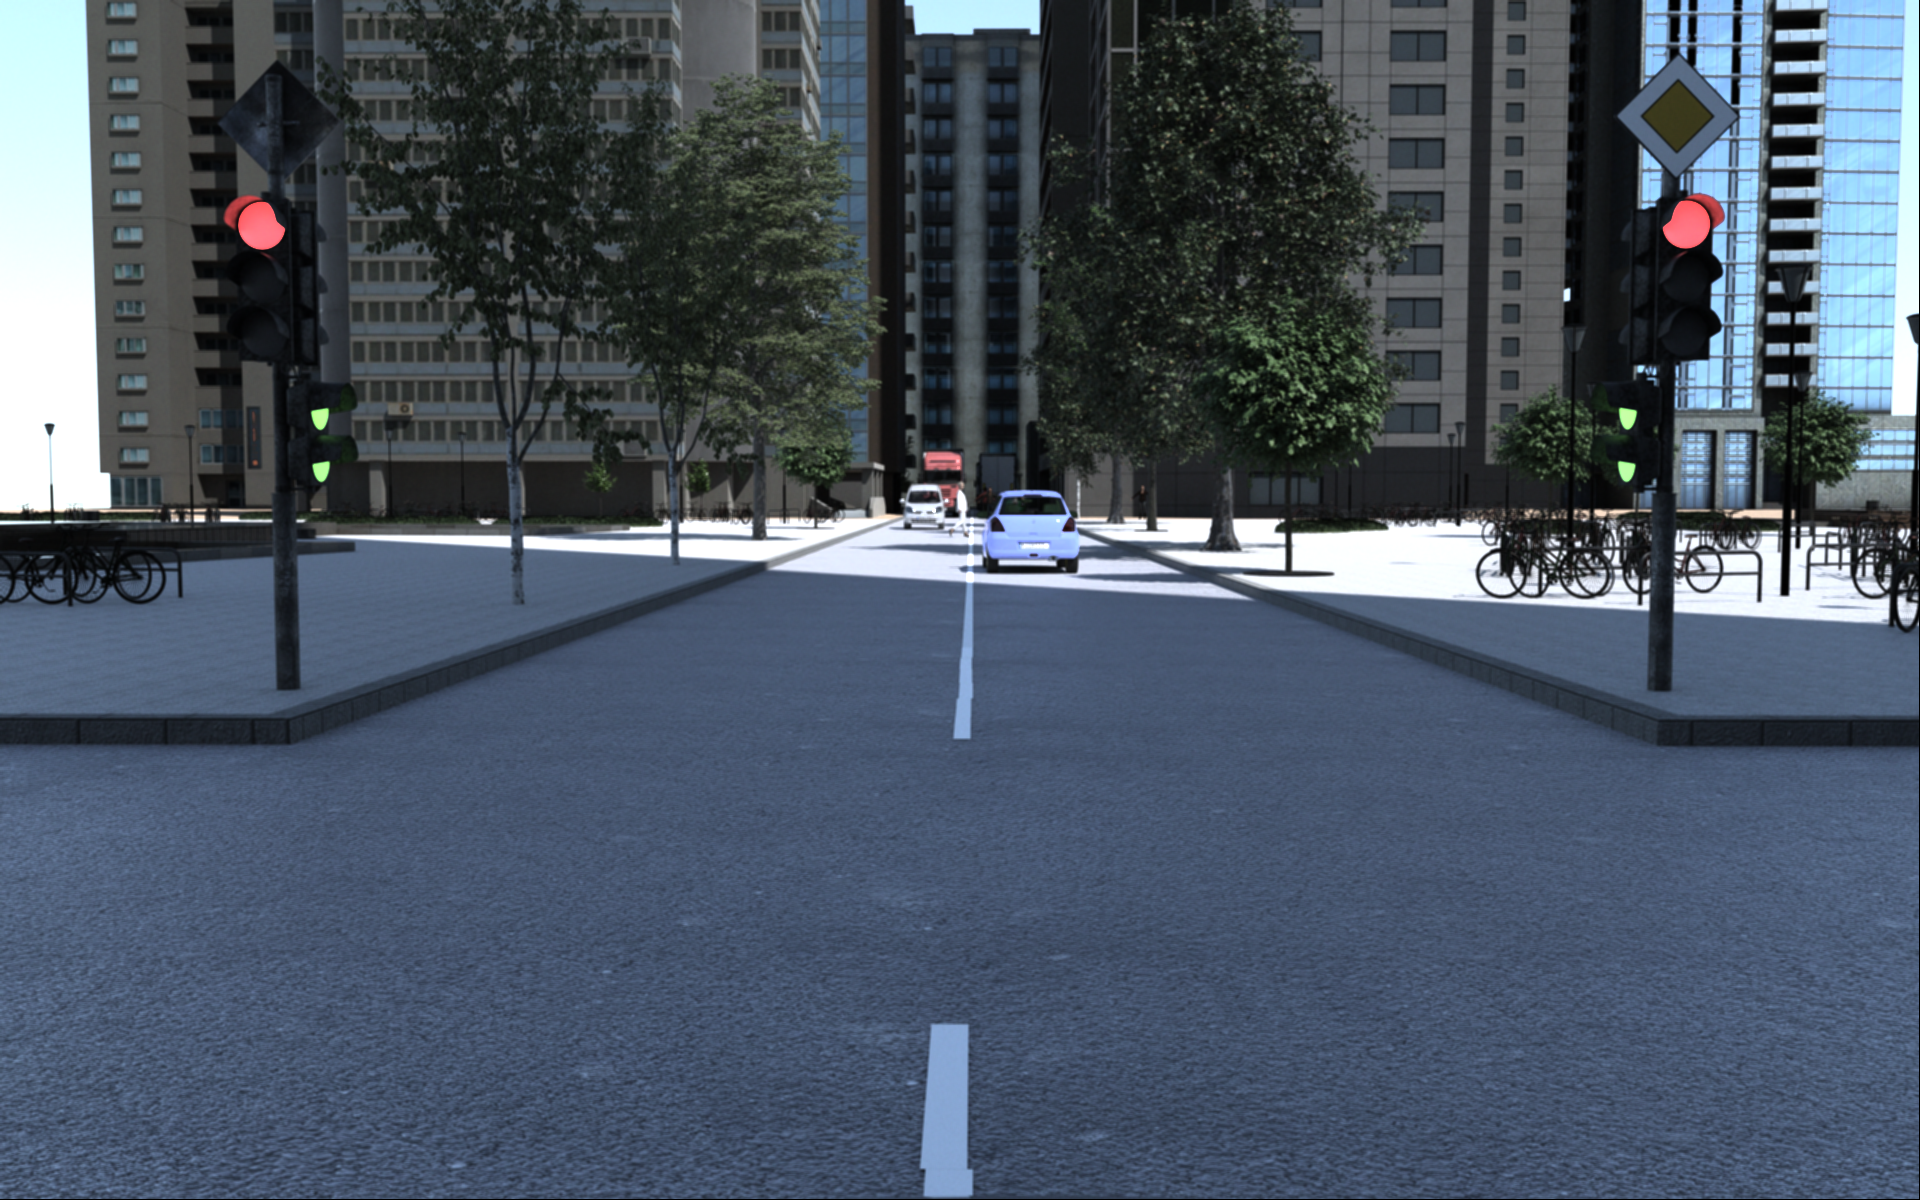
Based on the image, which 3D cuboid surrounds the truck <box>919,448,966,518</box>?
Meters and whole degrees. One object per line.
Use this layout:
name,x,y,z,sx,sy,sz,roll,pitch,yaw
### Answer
truck,-1.007,-7.323,108.637,2.839,4.237,11.283,0,4,0

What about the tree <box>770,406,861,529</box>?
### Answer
tree,-5.263,-4.917,64.101,4.285,4.588,4.351,0,3,0

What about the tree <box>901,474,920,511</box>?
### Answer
tree,-4.325,-8.446,132.692,1.663,3.219,1.824,0,3,0

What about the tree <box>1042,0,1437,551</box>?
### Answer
tree,5.991,-7.482,39.343,9.611,12.733,9.660,0,3,0

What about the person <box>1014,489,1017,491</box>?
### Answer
person,3.098,-5.385,97.259,1.217,1.735,0.721,0,4,3

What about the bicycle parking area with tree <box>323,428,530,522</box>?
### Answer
bicycle parking area with tree,-24.216,-5.591,78.412,9.016,4.147,8.231,2,4,33

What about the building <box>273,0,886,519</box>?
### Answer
building,-20.723,-24.856,98.278,32.217,40.220,23.993,0,4,0

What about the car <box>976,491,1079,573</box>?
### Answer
car,1.288,-1.412,32.672,1.945,1.707,3.694,0,4,-1

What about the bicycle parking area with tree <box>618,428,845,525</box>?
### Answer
bicycle parking area with tree,-9.911,-5.450,76.107,8.231,4.147,9.016,3,4,36

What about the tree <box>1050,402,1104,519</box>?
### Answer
tree,6.213,-8.375,87.287,4.360,8.622,3.978,0,3,0

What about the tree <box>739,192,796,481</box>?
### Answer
tree,-5.087,-4.924,30.873,4.737,8.622,4.395,0,3,0

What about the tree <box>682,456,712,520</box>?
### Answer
tree,-12.654,-5.536,85.116,1.663,3.219,1.824,0,3,0

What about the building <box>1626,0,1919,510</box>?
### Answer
building,65.631,-51.172,149.327,31.000,86.520,22.319,0,4,0

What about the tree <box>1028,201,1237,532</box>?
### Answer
tree,6.428,-8.161,59.184,9.928,11.665,9.643,0,3,0

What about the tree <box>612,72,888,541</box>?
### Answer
tree,-5.887,-7.923,47.672,7.486,12.596,7.792,0,3,0

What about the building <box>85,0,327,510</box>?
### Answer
building,-60.442,-32.308,151.930,21.600,48.544,21.300,0,4,0

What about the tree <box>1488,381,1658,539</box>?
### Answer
tree,17.262,-4.078,50.395,4.285,4.588,4.351,0,3,0

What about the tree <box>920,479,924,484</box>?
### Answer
tree,-3.581,-10.347,163.775,1.663,3.219,1.824,0,3,0

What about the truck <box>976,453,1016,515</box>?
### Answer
truck,2.601,-8.232,123.500,2.839,4.237,11.283,0,4,0

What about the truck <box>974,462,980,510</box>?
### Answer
truck,2.717,-10.340,157.967,2.839,4.237,11.283,0,3,0

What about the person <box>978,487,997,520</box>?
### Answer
person,1.688,-5.431,97.319,1.348,1.821,0.705,0,4,3

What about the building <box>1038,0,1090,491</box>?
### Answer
building,16.537,-30.344,119.819,21.300,48.544,21.600,0,4,0

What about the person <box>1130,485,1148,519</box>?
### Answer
person,9.248,-4.956,87.904,1.217,1.723,0.721,1,4,17

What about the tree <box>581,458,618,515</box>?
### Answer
tree,-16.511,-5.230,80.107,1.663,3.219,1.824,0,3,0

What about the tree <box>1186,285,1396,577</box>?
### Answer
tree,5.248,-2.683,27.575,4.285,4.588,4.351,0,3,0

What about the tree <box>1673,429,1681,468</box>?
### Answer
tree,26.611,-5.166,68.183,4.285,4.588,4.351,0,3,0

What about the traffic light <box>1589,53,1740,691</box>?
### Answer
traffic light,4.560,-1.364,11.222,0.839,4.253,0.868,0,4,0

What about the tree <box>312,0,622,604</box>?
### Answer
tree,-5.130,-4.241,19.705,4.737,8.622,4.395,0,3,0

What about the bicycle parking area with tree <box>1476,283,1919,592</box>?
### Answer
bicycle parking area with tree,12.908,-2.546,28.633,8.231,4.147,9.016,2,4,33

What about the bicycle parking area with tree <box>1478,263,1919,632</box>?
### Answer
bicycle parking area with tree,11.127,-1.973,19.258,9.016,4.147,8.231,0,4,-7

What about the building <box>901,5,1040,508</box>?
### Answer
building,4.213,-34.346,181.166,30.456,49.044,23.786,0,4,0

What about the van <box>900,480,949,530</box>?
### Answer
van,-1.461,-3.933,71.314,2.013,2.044,4.112,0,4,0

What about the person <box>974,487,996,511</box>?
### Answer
person,1.474,-5.644,100.736,1.348,1.831,0.705,0,4,4

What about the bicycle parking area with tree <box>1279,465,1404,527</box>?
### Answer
bicycle parking area with tree,18.317,-5.145,71.131,9.016,4.147,8.231,-2,4,-29

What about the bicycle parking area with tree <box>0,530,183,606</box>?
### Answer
bicycle parking area with tree,-13.428,-1.945,18.806,9.016,4.147,8.231,2,4,30

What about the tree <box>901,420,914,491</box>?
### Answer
tree,-5.133,-10.927,129.015,4.737,8.622,4.395,0,3,0

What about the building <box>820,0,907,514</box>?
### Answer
building,-10.884,-28.596,117.658,14.600,45.320,14.200,0,4,0

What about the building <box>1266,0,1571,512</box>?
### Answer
building,39.356,-43.586,150.883,20.611,71.187,20.563,0,4,0

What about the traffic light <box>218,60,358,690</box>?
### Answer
traffic light,-4.401,-1.367,11.273,0.839,4.253,0.868,0,4,0

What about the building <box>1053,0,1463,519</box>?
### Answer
building,16.040,-40.356,98.065,20.563,71.187,20.611,0,4,0

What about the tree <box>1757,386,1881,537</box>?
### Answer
tree,26.054,-4.219,52.691,4.285,4.588,4.351,0,3,0

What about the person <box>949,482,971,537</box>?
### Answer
person,-0.015,-2.992,57.297,0.818,1.842,0.514,-1,4,-14

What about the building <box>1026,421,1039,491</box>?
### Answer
building,17.259,-50.916,145.148,22.319,86.520,31.000,0,4,0
